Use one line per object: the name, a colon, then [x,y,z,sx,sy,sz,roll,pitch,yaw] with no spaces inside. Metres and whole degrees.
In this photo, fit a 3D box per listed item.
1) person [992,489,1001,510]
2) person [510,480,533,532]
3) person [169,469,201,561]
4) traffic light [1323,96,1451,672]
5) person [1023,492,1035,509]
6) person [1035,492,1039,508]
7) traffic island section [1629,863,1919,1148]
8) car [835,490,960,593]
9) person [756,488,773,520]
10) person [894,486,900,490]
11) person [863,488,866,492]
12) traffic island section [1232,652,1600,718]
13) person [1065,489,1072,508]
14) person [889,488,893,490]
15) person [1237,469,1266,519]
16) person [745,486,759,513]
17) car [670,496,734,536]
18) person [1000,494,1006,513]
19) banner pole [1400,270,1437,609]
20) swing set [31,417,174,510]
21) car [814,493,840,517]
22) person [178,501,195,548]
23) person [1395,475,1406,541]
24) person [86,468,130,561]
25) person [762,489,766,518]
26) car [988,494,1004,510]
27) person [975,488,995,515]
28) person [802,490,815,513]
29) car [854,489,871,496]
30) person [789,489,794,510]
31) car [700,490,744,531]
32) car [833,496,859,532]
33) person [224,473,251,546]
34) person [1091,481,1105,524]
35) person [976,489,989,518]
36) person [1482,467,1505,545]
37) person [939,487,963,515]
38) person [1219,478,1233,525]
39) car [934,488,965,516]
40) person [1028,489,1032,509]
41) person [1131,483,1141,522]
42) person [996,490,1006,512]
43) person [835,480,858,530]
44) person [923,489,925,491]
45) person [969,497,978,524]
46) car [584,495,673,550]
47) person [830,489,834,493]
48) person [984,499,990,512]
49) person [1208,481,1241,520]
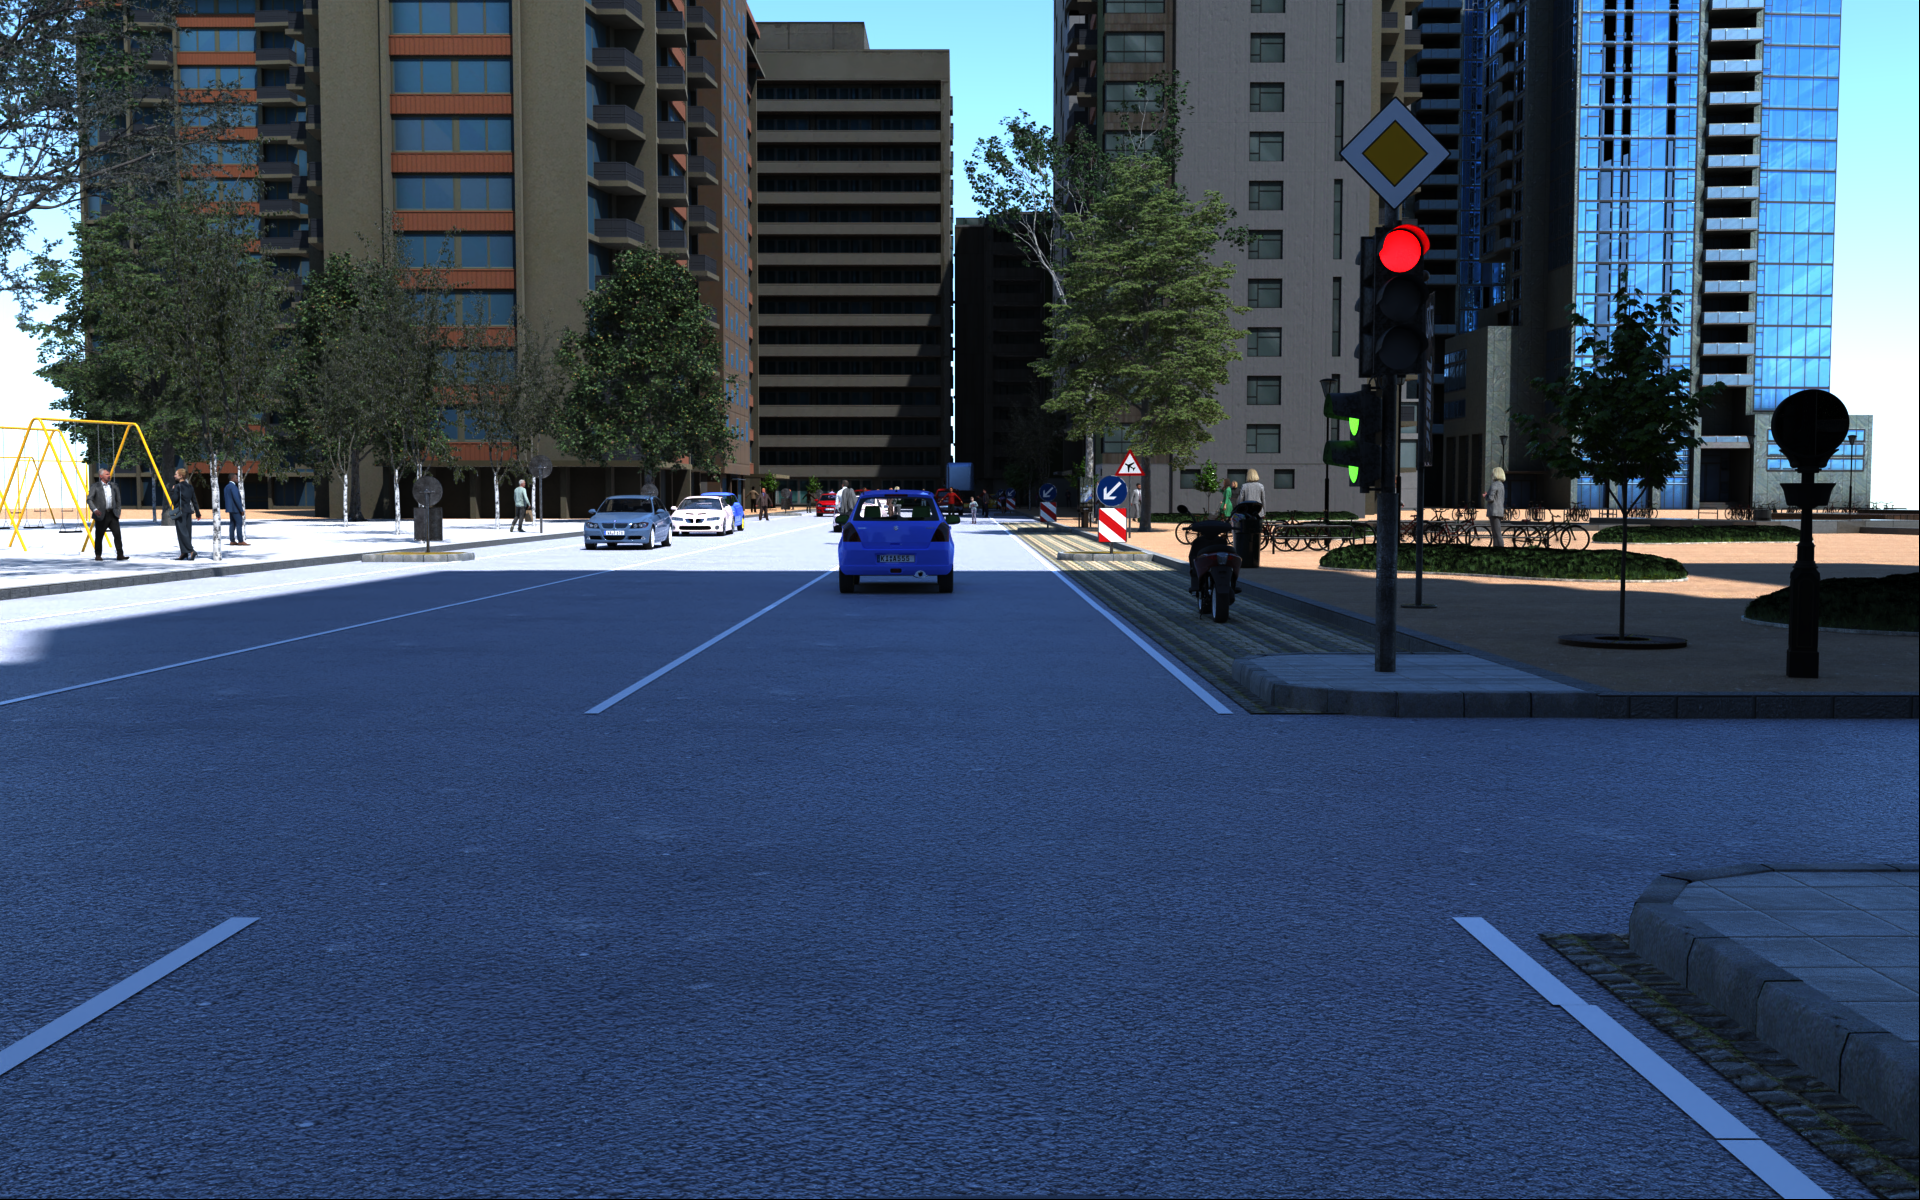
person: [3.224,-8.362,145.204,1.348,1.826,0.705,1,4,14]
person: [-14.724,-3.160,58.190,0.782,1.767,0.515,2,4,33]
person: [-14.954,-1.652,33.475,0.534,1.772,0.576,0,4,-6]
traffic light: [3.061,-1.438,12.428,0.839,4.253,0.868,0,3,0]
person: [6.064,-8.885,152.034,1.217,1.735,0.721,-2,4,-29]
person: [6.982,-9.128,158.505,0.599,1.433,0.991,0,4,-5]
traffic island section: [3.092,1.084,4.557,2.009,0.180,2.903,0,3,0]
car: [-0.955,-1.030,26.437,1.945,1.707,3.694,0,4,-2]
person: [-10.594,-5.182,93.784,0.990,1.755,0.434,-1,4,-23]
person: [-2.934,-4.485,82.017,0.526,1.800,0.537,-1,4,-16]
person: [-5.473,-5.570,99.698,0.705,1.807,1.348,0,4,5]
traffic island section: [3.101,0.596,12.542,2.009,0.180,2.903,0,3,0]
person: [10.275,-9.619,163.757,0.683,1.767,0.568,0,4,1]
person: [-3.834,-5.226,94.490,0.434,1.755,0.990,1,4,19]
person: [5.928,-1.794,35.563,0.709,1.800,0.728,0,4,5]
person: [-14.344,-6.992,120.371,1.348,1.823,0.705,1,4,17]
car: [-8.984,-2.945,60.513,2.083,1.381,4.827,0,4,-2]
person: [3.061,-6.808,123.036,0.421,1.427,0.697,-1,4,-9]
banner pole: [5.172,-1.788,19.249,0.401,3.779,0.863,0,4,4]
swing set: [-18.470,-2.380,36.532,2.862,2.851,3.119,1,4,14]
car: [-8.209,-6.226,110.833,2.155,1.783,4.494,0,4,-1]
person: [-18.616,-2.013,41.556,0.503,1.515,0.523,-2,4,-24]
person: [11.751,-2.449,46.352,0.573,1.790,0.520,0,4,-7]
person: [-16.347,-1.639,33.246,0.834,1.777,0.661,2,4,31]
person: [-11.818,-5.772,103.406,0.750,1.759,0.617,1,4,18]
car: [3.059,-8.547,149.959,2.015,1.641,3.980,0,4,0]
person: [1.668,-6.611,116.520,1.348,1.831,0.705,0,4,-6]
person: [-11.550,-7.542,132.633,1.217,1.723,0.721,1,4,20]
car: [-8.111,-8.315,144.624,2.281,1.827,5.304,0,4,2]
person: [-13.914,-8.259,141.999,0.530,1.710,0.541,-1,4,-17]
car: [-9.317,-3.465,66.245,1.945,1.707,3.694,0,4,1]
car: [-3.802,-3.301,66.329,2.083,1.381,4.827,0,4,1]
person: [-18.064,-2.258,43.141,0.721,1.800,0.419,3,4,36]
person: [6.023,-4.210,74.659,0.755,1.850,0.659,0,4,7]
person: [1.395,-5.890,105.338,0.750,1.759,0.617,0,4,-6]
person: [10.258,-1.659,33.358,0.526,1.800,0.537,3,5,42]
person: [-0.490,-5.367,96.188,1.348,1.831,0.705,1,4,13]
person: [8.794,-3.100,56.978,0.529,1.795,0.600,0,4,3]
car: [-0.805,-6.616,116.840,2.281,1.827,5.304,0,4,0]
person: [5.892,-8.441,144.765,0.721,1.735,1.217,-1,4,-8]
person: [8.253,-4.534,80.443,0.678,1.792,0.850,-2,4,-33]
person: [3.448,-7.691,135.076,1.217,1.723,0.721,0,4,7]
person: [-3.184,-2.469,48.969,0.679,1.850,0.850,0,4,3]
person: [-2.757,-7.502,131.245,1.350,1.814,0.705,0,4,4]
person: [0.661,-4.309,83.223,0.425,1.301,0.394,0,4,-5]
car: [-8.784,-2.089,46.160,2.014,1.417,4.499,0,4,0]
person: [-9.944,-7.745,134.999,0.709,1.838,0.599,0,4,6]
person: [2.069,-7.639,136.584,0.628,1.438,0.799,0,4,-6]
person: [10.447,-3.782,68.090,1.509,1.804,0.699,3,5,43]
